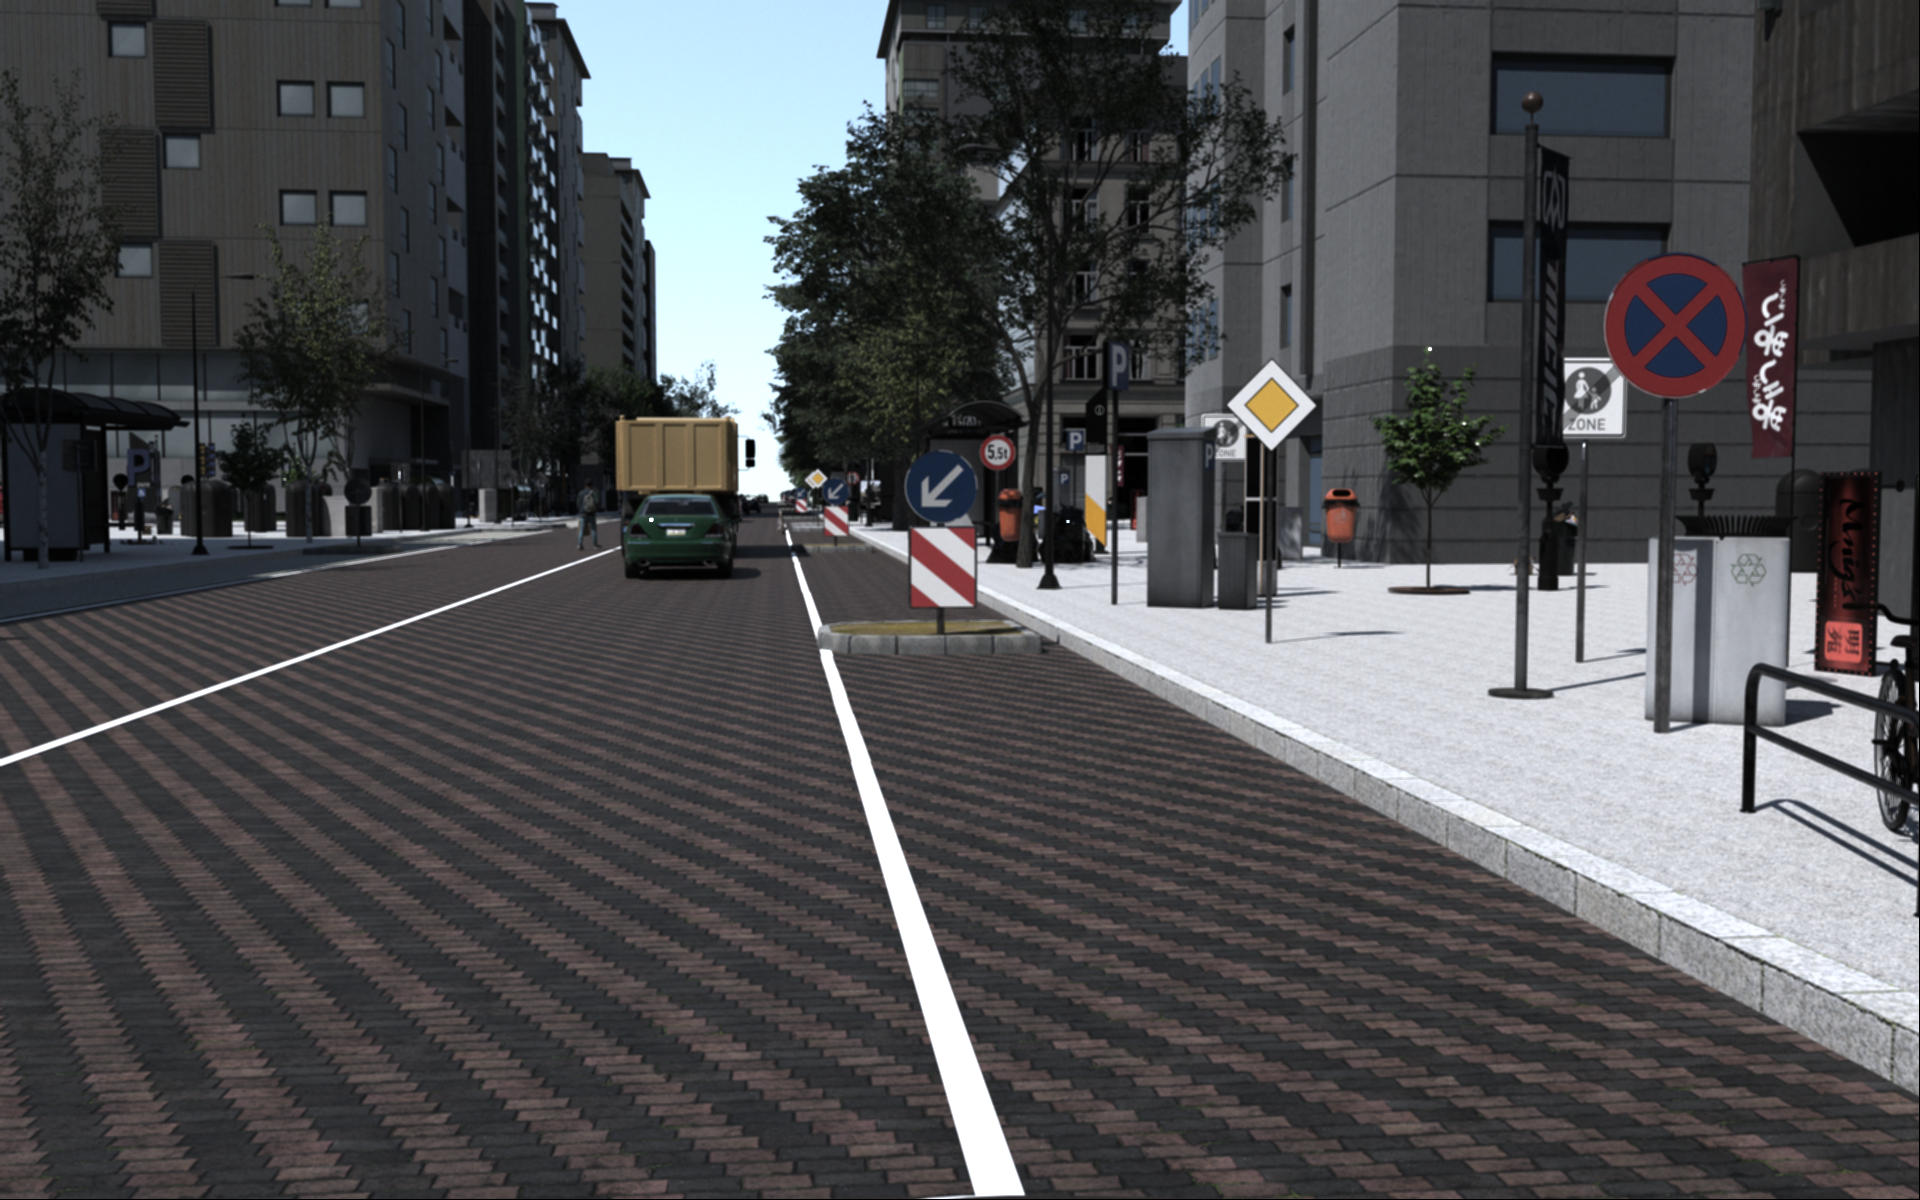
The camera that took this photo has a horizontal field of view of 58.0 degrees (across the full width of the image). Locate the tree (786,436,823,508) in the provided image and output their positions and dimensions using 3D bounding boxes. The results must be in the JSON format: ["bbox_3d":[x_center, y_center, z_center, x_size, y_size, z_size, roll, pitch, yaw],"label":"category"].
[{"bbox_3d":[-12.802,-14.595,164.380,9.928,11.665,9.643,0,3,0],"label":"tree"}]

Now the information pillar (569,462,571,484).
[{"bbox_3d":[-28.224,-8.250,126.248,0.504,3.616,0.183,-2,4,-32],"label":"information pillar"}]

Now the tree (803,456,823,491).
[{"bbox_3d":[-11.512,-11.897,144.870,4.360,8.622,3.978,0,3,0],"label":"tree"}]

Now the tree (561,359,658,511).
[{"bbox_3d":[-26.830,-12.752,134.250,9.928,11.665,9.643,0,3,0],"label":"tree"}]

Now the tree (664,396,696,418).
[{"bbox_3d":[-32.550,-16.468,187.372,7.486,12.596,7.792,0,3,0],"label":"tree"}]

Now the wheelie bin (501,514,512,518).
[{"bbox_3d":[-24.689,-5.266,94.013,0.693,1.594,0.980,-1,4,-22],"label":"wheelie bin"}]

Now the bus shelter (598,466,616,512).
[{"bbox_3d":[-25.754,-7.928,123.538,2.014,3.302,5.546,0,4,-6],"label":"bus shelter"}]

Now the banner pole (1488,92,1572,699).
[{"bbox_3d":[3.715,-1.288,11.080,0.401,3.779,0.863,3,5,40],"label":"banner pole"}]

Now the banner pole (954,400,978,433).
[{"bbox_3d":[0.111,-3.429,46.081,0.863,3.779,0.401,-2,4,-24],"label":"banner pole"}]

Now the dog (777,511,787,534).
[{"bbox_3d":[-6.508,-2.781,62.312,0.513,0.831,0.800,2,4,27],"label":"dog"}]

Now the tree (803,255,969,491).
[{"bbox_3d":[-1.519,-6.235,52.311,4.737,8.622,4.395,0,3,0],"label":"tree"}]

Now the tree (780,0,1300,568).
[{"bbox_3d":[1.165,-5.815,29.487,8.767,10.594,7.601,-1,4,-11],"label":"tree"}]

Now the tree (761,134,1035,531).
[{"bbox_3d":[-2.150,-9.389,60.163,9.857,13.997,8.962,0,3,0],"label":"tree"}]

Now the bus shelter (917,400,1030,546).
[{"bbox_3d":[0.245,-2.822,40.058,2.014,3.302,5.546,0,4,-6],"label":"bus shelter"}]

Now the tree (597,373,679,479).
[{"bbox_3d":[-29.967,-15.137,164.497,9.611,12.733,9.660,0,3,0],"label":"tree"}]

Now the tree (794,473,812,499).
[{"bbox_3d":[-21.024,-15.525,237.554,4.285,4.588,4.351,0,3,0],"label":"tree"}]

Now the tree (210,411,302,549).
[{"bbox_3d":[-16.860,-2.826,40.811,1.663,3.219,1.824,0,3,0],"label":"tree"}]

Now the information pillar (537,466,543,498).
[{"bbox_3d":[-34.189,-9.158,141.088,0.504,3.616,0.183,-1,4,-19],"label":"information pillar"}]

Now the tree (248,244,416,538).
[{"bbox_3d":[-18.024,-6.103,50.145,4.360,8.622,3.978,0,3,0],"label":"tree"}]

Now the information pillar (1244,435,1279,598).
[{"bbox_3d":[3.745,-1.043,21.541,0.304,2.012,0.304,-3,4,-38],"label":"information pillar"}]

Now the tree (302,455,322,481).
[{"bbox_3d":[-28.679,-4.913,74.932,1.663,3.219,1.824,0,3,0],"label":"tree"}]

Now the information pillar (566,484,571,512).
[{"bbox_3d":[-27.970,-7.285,123.599,0.304,2.012,0.304,-2,4,-33],"label":"information pillar"}]

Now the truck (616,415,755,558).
[{"bbox_3d":[-6.765,-2.850,42.529,3.469,3.379,9.791,0,4,-7],"label":"truck"}]

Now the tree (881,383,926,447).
[{"bbox_3d":[-3.300,-9.582,107.028,4.360,8.622,3.978,0,3,0],"label":"tree"}]

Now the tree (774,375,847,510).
[{"bbox_3d":[-10.795,-13.355,136.474,7.486,12.596,7.792,0,3,0],"label":"tree"}]

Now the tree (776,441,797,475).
[{"bbox_3d":[-27.016,-23.441,293.636,12.009,13.543,11.850,0,3,0],"label":"tree"}]

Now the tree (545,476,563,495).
[{"bbox_3d":[-34.190,-9.334,147.218,1.663,3.219,1.824,0,3,0],"label":"tree"}]

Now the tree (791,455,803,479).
[{"bbox_3d":[-18.104,-15.946,211.082,4.737,8.622,4.395,0,3,0],"label":"tree"}]

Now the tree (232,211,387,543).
[{"bbox_3d":[-17.195,-5.822,45.546,4.737,8.622,4.395,0,3,0],"label":"tree"}]

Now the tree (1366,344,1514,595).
[{"bbox_3d":[6.034,-1.710,22.560,1.663,3.219,1.824,0,3,0],"label":"tree"}]

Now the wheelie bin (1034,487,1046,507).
[{"bbox_3d":[3.404,-4.252,77.435,0.980,1.594,0.693,0,4,5],"label":"wheelie bin"}]

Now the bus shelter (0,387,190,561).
[{"bbox_3d":[-17.719,-2.541,35.477,2.014,3.302,5.546,0,4,-6],"label":"bus shelter"}]

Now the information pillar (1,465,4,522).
[{"bbox_3d":[-23.724,-2.375,43.327,0.304,2.012,0.304,3,4,38],"label":"information pillar"}]

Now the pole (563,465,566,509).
[{"bbox_3d":[-27.535,-7.750,120.560,0.158,3.312,0.155,0,3,0],"label":"pole"}]

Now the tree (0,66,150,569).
[{"bbox_3d":[-15.975,-4.844,29.570,4.360,8.622,3.978,0,3,0],"label":"tree"}]

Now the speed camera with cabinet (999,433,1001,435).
[{"bbox_3d":[0.317,-3.049,44.180,2.038,3.252,0.660,0,4,-1],"label":"speed camera with cabinet"}]

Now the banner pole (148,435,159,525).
[{"bbox_3d":[-33.780,-5.054,72.651,0.401,3.779,0.863,0,4,3],"label":"banner pole"}]

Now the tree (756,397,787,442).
[{"bbox_3d":[-25.559,-25.373,270.742,12.611,20.169,13.585,0,3,0],"label":"tree"}]

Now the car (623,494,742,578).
[{"bbox_3d":[-4.983,-1.174,30.996,2.131,1.459,4.920,0,4,-7],"label":"car"}]

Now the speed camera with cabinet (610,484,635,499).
[{"bbox_3d":[-28.802,-9.386,147.791,2.038,3.252,0.660,0,4,-1],"label":"speed camera with cabinet"}]

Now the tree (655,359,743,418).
[{"bbox_3d":[-36.836,-23.601,241.766,12.611,20.169,13.585,0,3,0],"label":"tree"}]

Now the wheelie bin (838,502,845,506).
[{"bbox_3d":[-6.419,-5.320,94.896,0.693,1.594,0.980,0,4,-3],"label":"wheelie bin"}]

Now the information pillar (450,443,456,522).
[{"bbox_3d":[-23.082,-5.345,78.751,0.183,3.616,0.504,-1,4,-12],"label":"information pillar"}]

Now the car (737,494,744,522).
[{"bbox_3d":[-12.331,-4.937,89.390,2.281,1.827,5.304,0,4,-5],"label":"car"}]

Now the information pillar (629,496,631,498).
[{"bbox_3d":[-27.848,-9.499,146.655,0.183,3.616,0.504,-3,5,-43],"label":"information pillar"}]

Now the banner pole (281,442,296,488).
[{"bbox_3d":[-32.487,-5.748,83.990,0.863,3.779,0.401,-1,4,-8],"label":"banner pole"}]

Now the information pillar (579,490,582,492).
[{"bbox_3d":[-32.592,-8.800,148.371,0.304,2.012,0.304,3,4,37],"label":"information pillar"}]

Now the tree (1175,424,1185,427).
[{"bbox_3d":[9.360,-4.864,63.238,4.285,4.588,4.351,0,3,0],"label":"tree"}]

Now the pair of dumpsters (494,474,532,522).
[{"bbox_3d":[-21.443,-4.886,82.384,1.574,2.255,4.437,0,4,-6],"label":"pair of dumpsters"}]

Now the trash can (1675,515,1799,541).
[{"bbox_3d":[5.105,0.014,11.431,0.748,1.137,0.748,0,3,0],"label":"trash can"}]

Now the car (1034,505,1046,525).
[{"bbox_3d":[1.990,-3.772,71.267,3.694,1.707,1.945,0,4,-7],"label":"car"}]

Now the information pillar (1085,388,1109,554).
[{"bbox_3d":[2.926,-2.792,37.008,0.504,3.616,0.183,2,4,28],"label":"information pillar"}]

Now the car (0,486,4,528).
[{"bbox_3d":[-40.162,-3.696,69.100,5.304,1.827,2.281,0,4,-7],"label":"car"}]

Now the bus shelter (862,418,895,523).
[{"bbox_3d":[-3.413,-6.320,80.970,2.179,5.291,8.768,0,4,-6],"label":"bus shelter"}]

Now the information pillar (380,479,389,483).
[{"bbox_3d":[-27.185,-4.731,81.837,0.304,2.012,0.304,-3,5,-45],"label":"information pillar"}]

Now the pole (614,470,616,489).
[{"bbox_3d":[-29.032,-9.285,145.653,0.158,3.312,0.155,0,3,0],"label":"pole"}]

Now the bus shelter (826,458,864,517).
[{"bbox_3d":[-6.677,-6.503,100.248,2.014,3.302,5.546,0,4,-6],"label":"bus shelter"}]

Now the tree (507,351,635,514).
[{"bbox_3d":[-24.956,-10.884,112.363,8.767,10.594,7.601,-1,4,-19],"label":"tree"}]

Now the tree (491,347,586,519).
[{"bbox_3d":[-21.930,-8.416,87.970,4.360,8.622,3.978,0,3,0],"label":"tree"}]
